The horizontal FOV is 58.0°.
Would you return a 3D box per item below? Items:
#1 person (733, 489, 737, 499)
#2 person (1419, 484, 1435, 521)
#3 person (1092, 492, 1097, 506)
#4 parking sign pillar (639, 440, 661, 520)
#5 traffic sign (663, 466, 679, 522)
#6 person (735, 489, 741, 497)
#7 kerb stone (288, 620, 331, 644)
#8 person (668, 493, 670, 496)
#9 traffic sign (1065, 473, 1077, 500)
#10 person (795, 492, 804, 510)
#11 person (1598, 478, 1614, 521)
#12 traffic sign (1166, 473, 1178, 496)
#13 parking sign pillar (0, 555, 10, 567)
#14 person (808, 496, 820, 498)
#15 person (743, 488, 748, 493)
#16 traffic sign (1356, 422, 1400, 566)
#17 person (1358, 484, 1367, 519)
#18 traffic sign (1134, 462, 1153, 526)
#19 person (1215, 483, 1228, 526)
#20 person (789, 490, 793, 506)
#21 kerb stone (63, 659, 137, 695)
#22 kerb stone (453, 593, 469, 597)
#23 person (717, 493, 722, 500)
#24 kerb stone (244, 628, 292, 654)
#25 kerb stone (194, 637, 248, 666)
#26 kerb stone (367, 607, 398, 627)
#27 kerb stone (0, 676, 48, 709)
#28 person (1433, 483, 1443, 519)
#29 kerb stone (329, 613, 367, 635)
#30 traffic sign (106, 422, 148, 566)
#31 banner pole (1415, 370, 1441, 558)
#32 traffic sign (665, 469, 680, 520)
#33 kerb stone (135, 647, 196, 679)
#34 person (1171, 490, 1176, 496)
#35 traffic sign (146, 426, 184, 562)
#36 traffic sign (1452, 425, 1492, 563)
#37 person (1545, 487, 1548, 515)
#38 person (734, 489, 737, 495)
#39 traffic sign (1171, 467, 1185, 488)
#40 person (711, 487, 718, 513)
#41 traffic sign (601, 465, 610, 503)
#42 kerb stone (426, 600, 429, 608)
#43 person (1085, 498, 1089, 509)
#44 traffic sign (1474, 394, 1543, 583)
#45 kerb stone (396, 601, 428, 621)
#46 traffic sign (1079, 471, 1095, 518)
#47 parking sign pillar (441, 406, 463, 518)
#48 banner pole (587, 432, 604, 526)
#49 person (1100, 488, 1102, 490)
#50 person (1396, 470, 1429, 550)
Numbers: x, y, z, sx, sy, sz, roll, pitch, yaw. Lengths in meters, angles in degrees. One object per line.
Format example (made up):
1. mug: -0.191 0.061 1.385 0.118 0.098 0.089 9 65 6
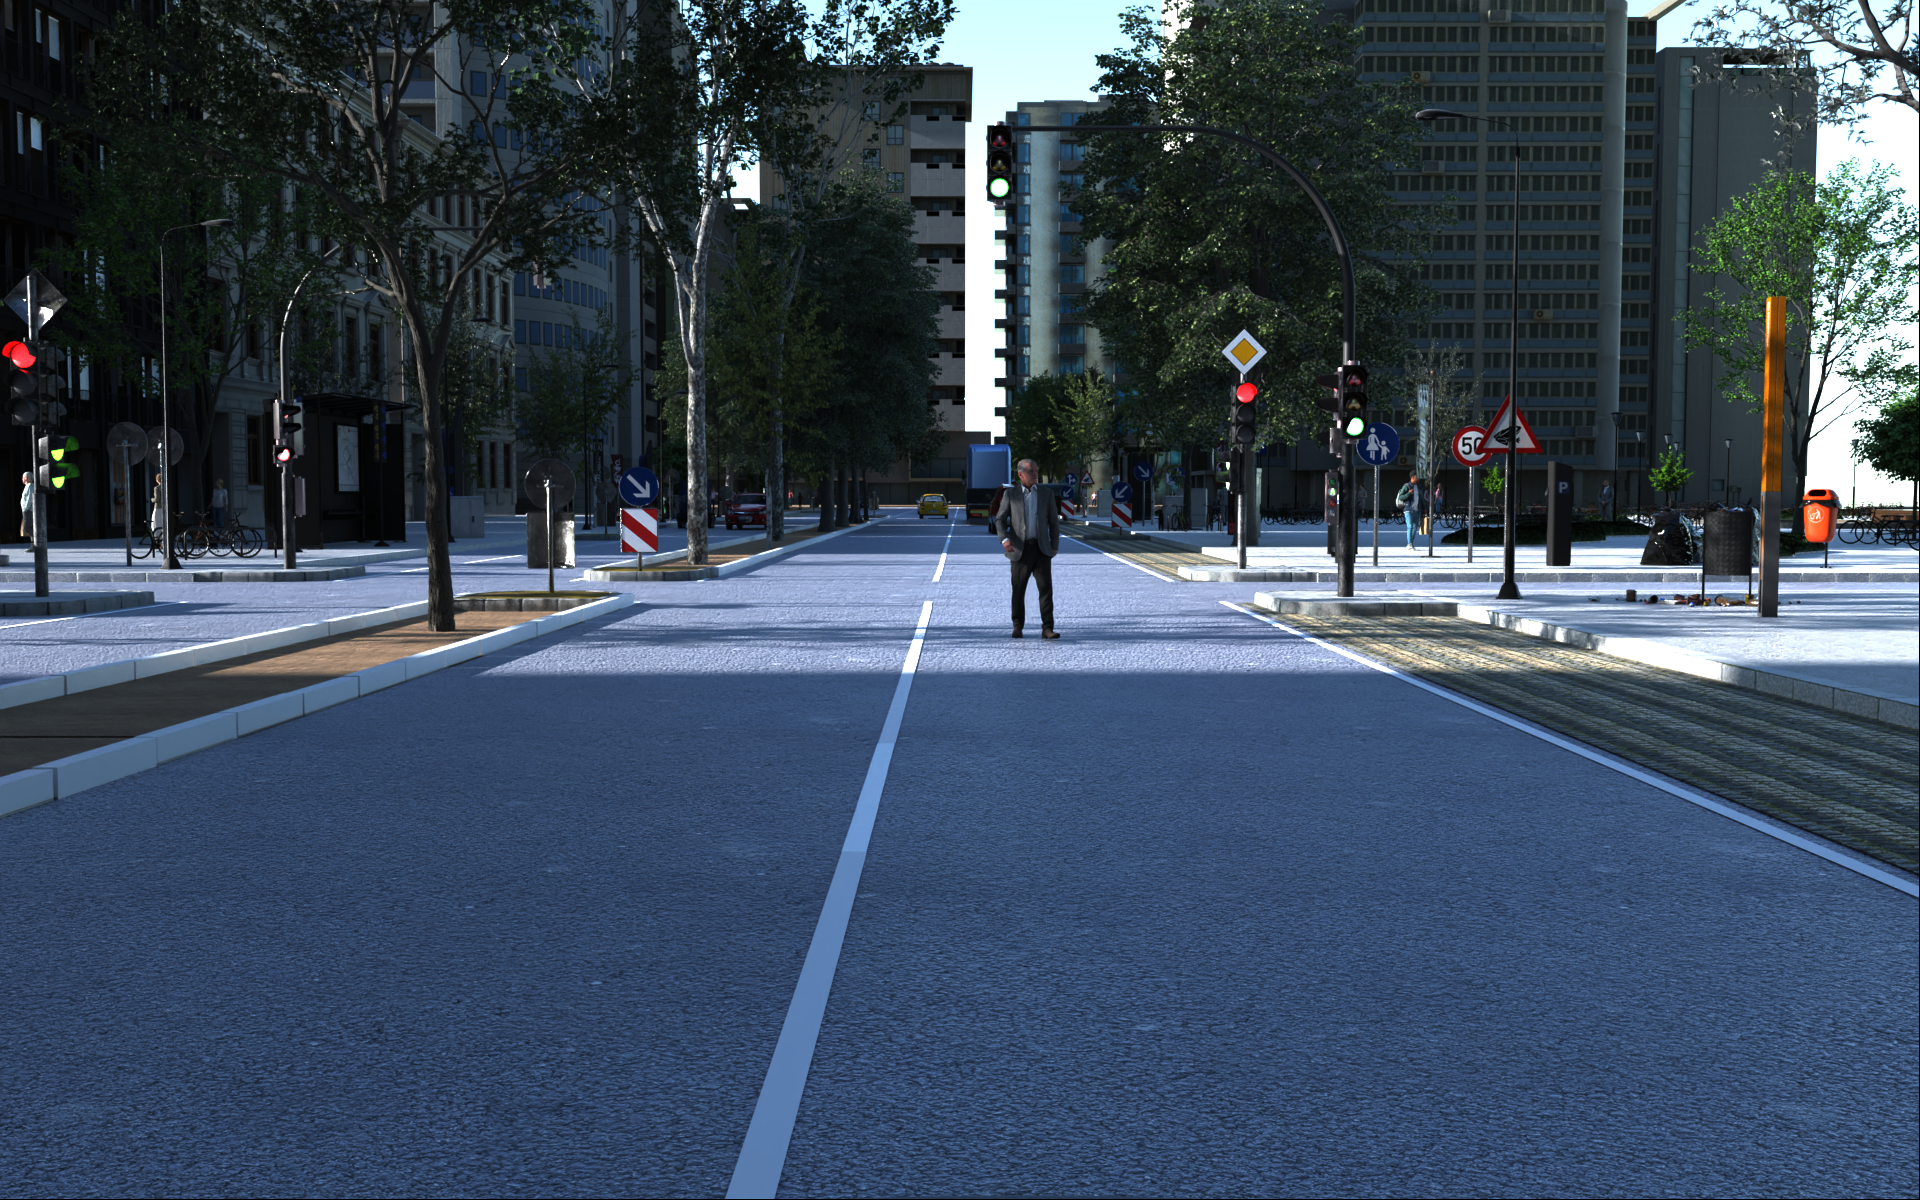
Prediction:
1. person: -19.416 -8.645 148.321 0.756 1.711 0.436 2 4 24
2. person: 21.213 -4.405 78.657 0.593 1.750 0.643 -3 4 -37
3. person: 14.290 -10.675 183.975 0.756 1.711 0.436 2 4 34
4. parking sign pillar: -15.526 -5.940 85.583 1.447 3.967 1.447 0 4 0
5. traffic sign: -13.277 -4.853 79.357 0.884 2.594 0.081 0 4 8
6. person: -19.194 -8.759 150.044 0.721 1.735 1.217 1 4 21
7. kerb stone: -6.394 0.326 16.866 0.120 0.150 1.000 0 3 0
8. person: -20.879 -7.290 126.175 0.756 1.711 0.436 1 4 9
9. traffic sign: 6.675 -6.374 104.316 0.768 2.556 0.104 1 4 8
10. person: -13.270 -8.209 143.512 1.065 1.426 0.557 3 5 45
11. person: 20.977 -3.056 56.278 0.520 1.790 0.573 2 4 26
12. traffic sign: 10.114 -4.919 82.559 0.606 2.300 0.079 0 4 8
13. parking sign pillar: -17.696 -2.579 30.635 1.447 3.967 1.447 1 4 13
14. person: -15.052 -10.571 178.966 1.348 1.812 0.705 2 4 25
15. person: -17.086 -8.065 138.635 1.217 1.736 0.721 -3 5 -44
16. traffic sign: 7.405 -1.877 30.790 0.768 2.556 0.104 0 4 1
17. person: 20.333 -4.988 87.931 0.374 1.781 0.599 -3 5 -44
18. traffic sign: 7.283 -4.194 68.683 0.768 2.556 0.104 1 4 9
19. person: 10.703 -3.899 70.073 0.678 1.792 0.850 0 4 0
20. person: -17.610 -10.539 179.076 0.721 1.743 1.217 -3 5 -44
21. kerb stone: -6.389 0.576 12.774 0.120 0.150 1.000 0 3 0
22. kerb stone: -6.381 0.013 21.991 0.120 0.150 1.000 0 3 0
23. person: -24.807 -10.591 179.213 1.348 1.823 0.705 0 4 -6
24. kerb stone: -6.388 0.388 15.844 0.120 0.150 1.000 0 3 0
25. kerb stone: -6.388 0.451 14.822 0.120 0.150 1.000 0 3 0
26. kerb stone: -6.389 0.205 18.918 0.120 0.150 1.000 0 3 0
27. kerb stone: -6.397 0.643 11.752 0.120 0.150 1.000 0 3 0
28. person: 24.359 -5.018 88.094 0.388 1.821 0.555 3 5 44
29. kerb stone: -6.390 0.263 17.896 0.120 0.150 1.000 0 3 0
30. traffic sign: -14.759 -1.871 30.697 0.768 2.556 0.104 0 4 5
31. banner pole: 9.357 -2.736 34.751 0.401 3.779 0.863 3 5 44
32. traffic sign: -14.363 -5.280 86.431 0.768 2.556 0.104 0 4 2
33. kerb stone: -6.389 0.517 13.801 0.120 0.150 1.000 0 3 0
34. person: 22.115 -10.524 178.826 0.721 1.743 1.217 2 4 32
35. traffic sign: -14.975 -1.986 32.571 0.768 2.556 0.104 0 4 2
36. traffic sign: 9.494 -1.960 32.157 0.768 2.556 0.104 0 4 2
37. person: 23.694 -3.895 69.538 0.655 1.846 0.447 -1 4 -14
38. person: -21.229 -9.641 164.191 0.721 1.766 1.217 -1 4 -15
39. traffic sign: 10.323 -4.995 81.769 0.768 2.556 0.104 0 4 2
40. person: -15.715 -6.297 109.932 0.756 1.711 0.436 1 4 13
41. traffic sign: -15.591 -4.601 75.327 0.768 2.556 0.104 0 4 1
42. kerb stone: -6.382 0.076 20.969 0.120 0.150 1.000 0 3 0
43. person: 10.233 -8.109 141.866 0.697 1.427 0.421 -3 4 -39
44. traffic sign: 7.141 -1.382 22.597 0.884 2.594 0.081 0 4 3
45. kerb stone: -6.378 0.138 19.946 0.120 0.150 1.000 0 3 0
46. traffic sign: 6.930 -5.789 94.649 0.884 2.594 0.081 0 4 1
47. parking sign pillar: -15.359 -3.907 52.359 1.447 3.967 1.447 0 4 -6
48. banner pole: -14.563 -4.836 69.080 0.863 3.779 0.401 -3 5 -39
49. person: 10.386 -7.375 127.549 0.541 1.710 0.530 1 4 11
50. person: 10.339 -2.039 39.362 0.794 1.824 0.713 0 4 -7
